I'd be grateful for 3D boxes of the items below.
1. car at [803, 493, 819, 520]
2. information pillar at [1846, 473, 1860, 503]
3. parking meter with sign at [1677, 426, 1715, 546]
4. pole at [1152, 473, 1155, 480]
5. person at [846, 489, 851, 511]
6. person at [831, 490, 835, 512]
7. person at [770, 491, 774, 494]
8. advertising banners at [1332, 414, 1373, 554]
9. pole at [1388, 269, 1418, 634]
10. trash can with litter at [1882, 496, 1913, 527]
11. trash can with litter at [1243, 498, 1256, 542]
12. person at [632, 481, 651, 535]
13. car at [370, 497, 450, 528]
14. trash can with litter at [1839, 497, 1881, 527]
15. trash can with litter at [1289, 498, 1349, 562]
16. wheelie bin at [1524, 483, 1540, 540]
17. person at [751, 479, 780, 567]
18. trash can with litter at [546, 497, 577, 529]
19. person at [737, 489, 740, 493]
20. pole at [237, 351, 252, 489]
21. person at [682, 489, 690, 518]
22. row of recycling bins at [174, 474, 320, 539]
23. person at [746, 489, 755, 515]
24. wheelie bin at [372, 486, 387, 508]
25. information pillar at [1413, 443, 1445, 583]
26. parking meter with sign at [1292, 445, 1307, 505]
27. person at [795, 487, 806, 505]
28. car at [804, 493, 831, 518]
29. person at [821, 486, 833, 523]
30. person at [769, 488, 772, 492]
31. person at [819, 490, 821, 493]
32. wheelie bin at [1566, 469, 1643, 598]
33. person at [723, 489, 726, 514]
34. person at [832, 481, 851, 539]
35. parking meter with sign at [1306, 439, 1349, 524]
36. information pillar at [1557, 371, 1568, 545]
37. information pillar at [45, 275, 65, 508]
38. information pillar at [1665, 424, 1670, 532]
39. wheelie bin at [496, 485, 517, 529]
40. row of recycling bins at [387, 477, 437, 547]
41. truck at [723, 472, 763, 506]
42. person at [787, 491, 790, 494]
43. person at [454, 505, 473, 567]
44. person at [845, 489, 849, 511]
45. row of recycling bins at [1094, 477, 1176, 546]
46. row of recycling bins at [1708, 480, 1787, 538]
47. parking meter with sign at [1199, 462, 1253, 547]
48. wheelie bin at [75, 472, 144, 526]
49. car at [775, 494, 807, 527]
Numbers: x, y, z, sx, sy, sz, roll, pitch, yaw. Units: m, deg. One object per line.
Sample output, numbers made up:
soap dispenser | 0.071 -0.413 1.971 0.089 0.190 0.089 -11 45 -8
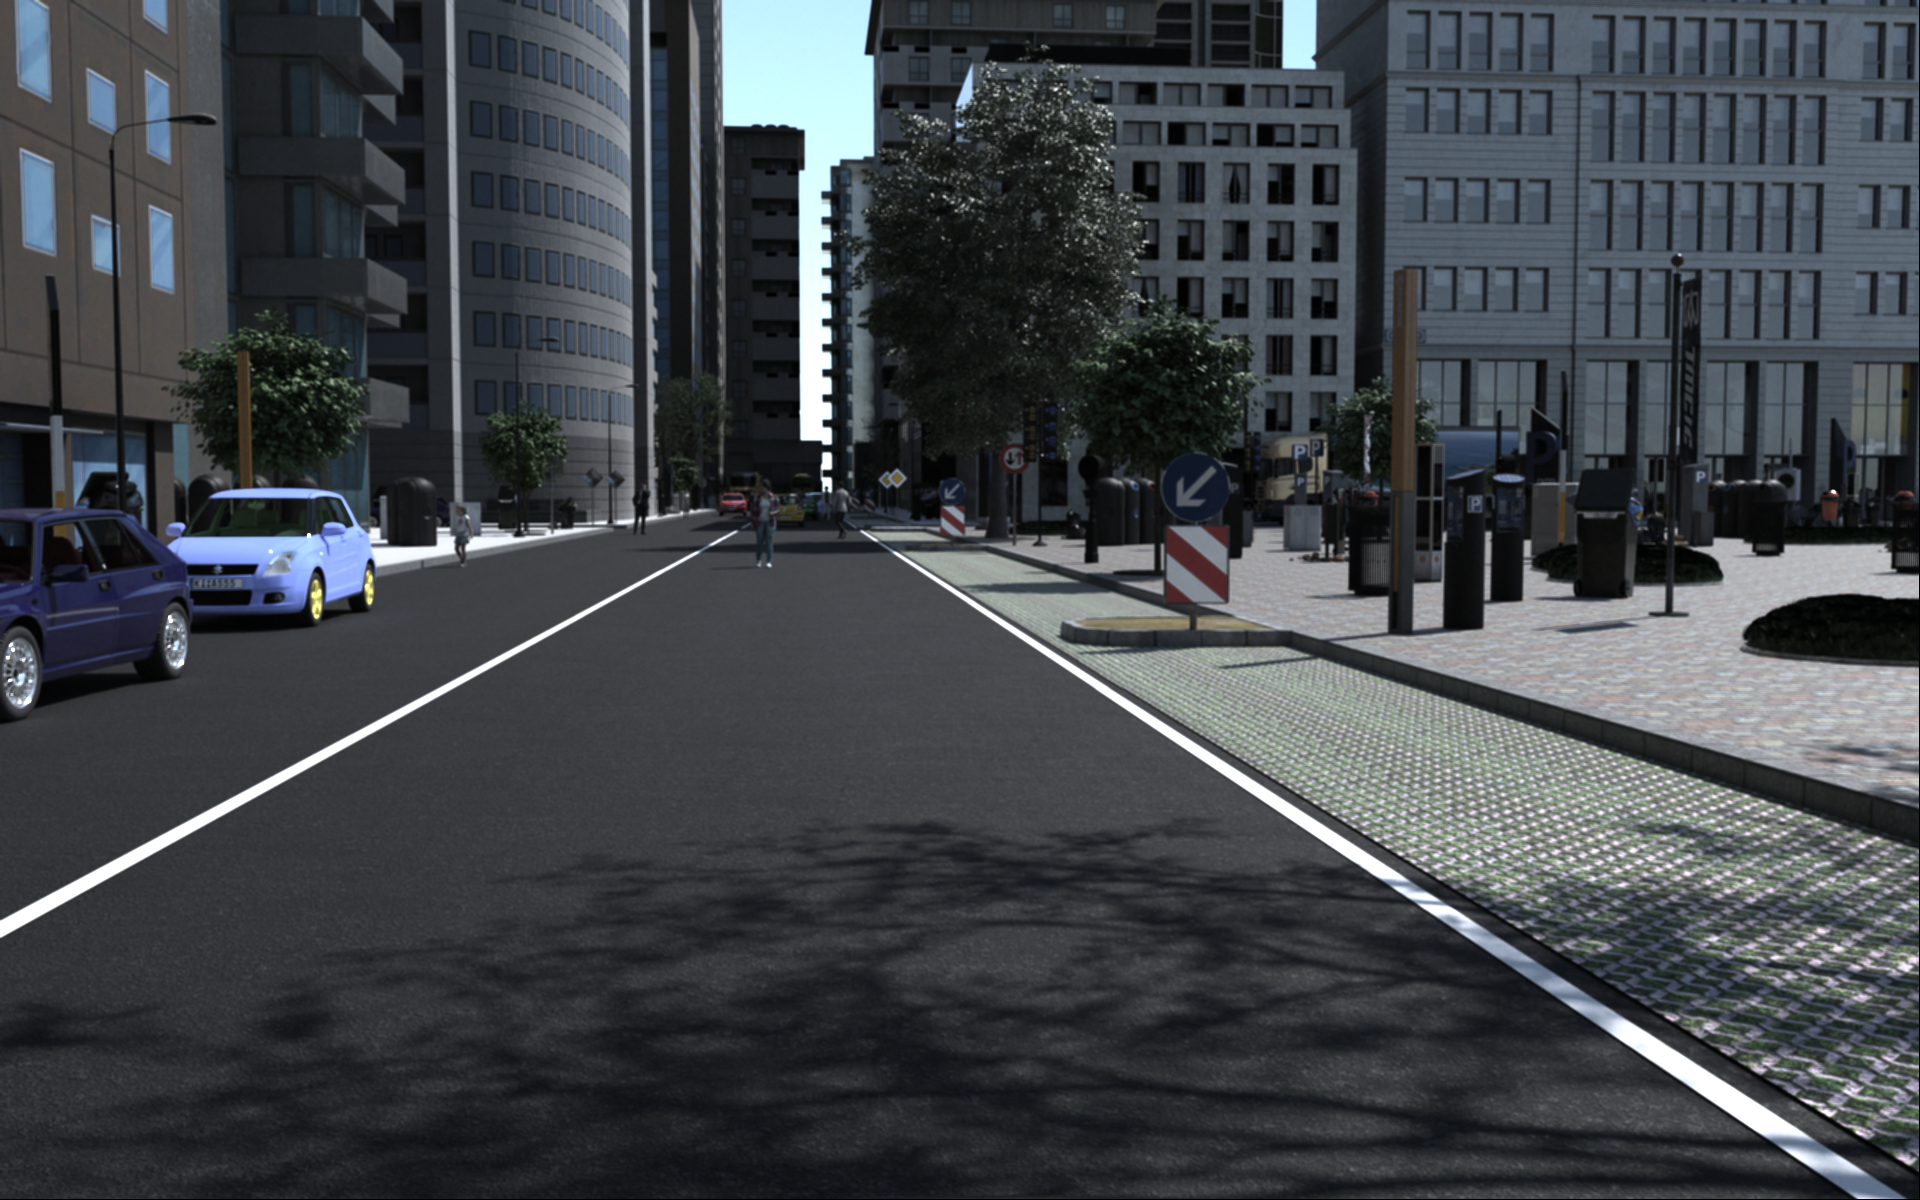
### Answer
car | -8.736 -5.295 95.372 1.959 1.807 4.718 0 4 -5
information pillar | 30.935 -3.397 60.038 0.304 2.012 0.304 -3 4 -37
parking meter with sign | 18.376 -2.881 43.357 0.543 3.016 1.738 0 4 0
pole | 8.522 -5.027 76.028 0.158 3.312 0.155 0 3 0
person | -8.355 -7.327 128.577 0.850 1.792 0.678 -2 4 -34
person | -10.168 -7.948 138.722 0.678 1.792 0.850 -2 4 -33
person | -10.540 -5.326 97.398 0.330 1.601 0.589 0 4 0
advertising banners | 8.513 -2.521 37.412 0.090 3.025 2.074 2 4 35
pole | 4.061 -1.347 15.872 0.158 3.312 0.155 0 3 0
trash can with litter | 35.432 -3.317 65.283 2.233 1.210 1.678 -2 4 -25
trash can with litter | 7.511 -2.111 45.907 0.624 1.170 1.055 1 4 15
person | -11.301 -3.281 61.502 0.648 1.900 0.474 -1 4 -16
car | -22.271 -3.490 69.640 3.894 1.354 1.945 0 4 -7
trash can with litter | 29.575 -2.796 57.098 1.055 1.170 0.624 0 4 -5
trash can with litter | 7.153 -1.370 33.451 1.678 1.210 2.233 0 4 -6
wheelie bin | 16.226 -2.516 49.052 0.980 1.594 0.693 -3 4 -36
person | -3.810 -1.505 33.948 0.563 1.720 0.643 0 4 0
trash can with litter | -14.598 -3.183 63.434 1.055 1.170 0.624 -3 4 -36
person | -17.332 -7.750 135.308 0.391 1.810 0.635 -1 4 -19
pole | -10.263 -1.898 24.884 0.158 3.312 0.155 0 3 0
person | -16.099 -5.677 101.895 0.480 1.755 0.524 -2 4 -29
row of recycling bins | -15.104 -1.769 36.039 3.534 1.692 1.069 0 4 -5
person | -14.448 -6.808 120.158 0.721 1.781 0.623 0 4 7
wheelie bin | -24.024 -3.928 72.133 0.980 1.594 0.693 3 4 39
information pillar | 6.836 -1.270 25.252 0.304 2.012 0.304 -3 5 -41
parking meter with sign | 11.807 -3.909 60.176 0.543 3.016 1.738 1 4 10
person | -8.198 -4.898 88.765 0.592 1.802 0.473 3 4 36
car | -8.816 -5.892 105.920 1.945 1.707 3.694 0 4 -5
person | -6.597 -4.704 85.297 0.514 1.842 0.818 -2 4 -31
person | -12.082 -6.217 110.023 0.818 1.842 0.514 -1 4 -18
person | -15.710 -11.387 194.545 0.709 1.838 0.599 1 4 10
wheelie bin | 8.060 -0.840 21.640 0.980 1.594 0.693 3 4 36
person | -16.684 -6.912 122.081 0.524 1.755 0.480 0 4 -2
person | -3.784 -2.893 55.641 0.661 1.843 0.795 -3 5 -39
parking meter with sign | 12.039 -3.622 55.488 1.738 3.016 0.543 -2 4 -31
information pillar | 11.382 -2.530 32.720 0.183 3.616 0.504 1 4 14
information pillar | -9.612 -1.656 18.432 0.183 3.616 0.504 -2 4 -32
information pillar | 23.879 -4.084 58.132 0.183 3.616 0.504 0 4 2
wheelie bin | -16.491 -3.386 63.262 0.980 1.594 0.693 1 4 9
row of recycling bins | -13.916 -2.241 43.750 1.069 1.692 3.534 -2 4 -24
truck | -19.270 -9.765 155.583 3.469 3.379 9.791 0 4 -4
person | -17.800 -10.366 178.509 0.721 1.766 1.217 -2 4 -27
person | -9.730 -1.259 34.100 0.505 1.210 0.382 2 4 33
person | -9.089 -7.884 137.505 0.767 1.812 0.694 -1 4 -10
row of recycling bins | 4.413 -2.272 44.263 1.069 1.692 3.534 2 4 35
row of recycling bins | 23.133 -2.690 51.100 1.069 1.692 3.534 0 4 -8
parking meter with sign | 6.277 -2.756 41.316 1.738 3.016 0.543 -3 5 -42
wheelie bin | -12.168 -1.039 24.891 0.693 1.594 0.980 1 4 22
car | -7.762 -4.065 76.694 2.015 1.641 3.980 0 4 -6
